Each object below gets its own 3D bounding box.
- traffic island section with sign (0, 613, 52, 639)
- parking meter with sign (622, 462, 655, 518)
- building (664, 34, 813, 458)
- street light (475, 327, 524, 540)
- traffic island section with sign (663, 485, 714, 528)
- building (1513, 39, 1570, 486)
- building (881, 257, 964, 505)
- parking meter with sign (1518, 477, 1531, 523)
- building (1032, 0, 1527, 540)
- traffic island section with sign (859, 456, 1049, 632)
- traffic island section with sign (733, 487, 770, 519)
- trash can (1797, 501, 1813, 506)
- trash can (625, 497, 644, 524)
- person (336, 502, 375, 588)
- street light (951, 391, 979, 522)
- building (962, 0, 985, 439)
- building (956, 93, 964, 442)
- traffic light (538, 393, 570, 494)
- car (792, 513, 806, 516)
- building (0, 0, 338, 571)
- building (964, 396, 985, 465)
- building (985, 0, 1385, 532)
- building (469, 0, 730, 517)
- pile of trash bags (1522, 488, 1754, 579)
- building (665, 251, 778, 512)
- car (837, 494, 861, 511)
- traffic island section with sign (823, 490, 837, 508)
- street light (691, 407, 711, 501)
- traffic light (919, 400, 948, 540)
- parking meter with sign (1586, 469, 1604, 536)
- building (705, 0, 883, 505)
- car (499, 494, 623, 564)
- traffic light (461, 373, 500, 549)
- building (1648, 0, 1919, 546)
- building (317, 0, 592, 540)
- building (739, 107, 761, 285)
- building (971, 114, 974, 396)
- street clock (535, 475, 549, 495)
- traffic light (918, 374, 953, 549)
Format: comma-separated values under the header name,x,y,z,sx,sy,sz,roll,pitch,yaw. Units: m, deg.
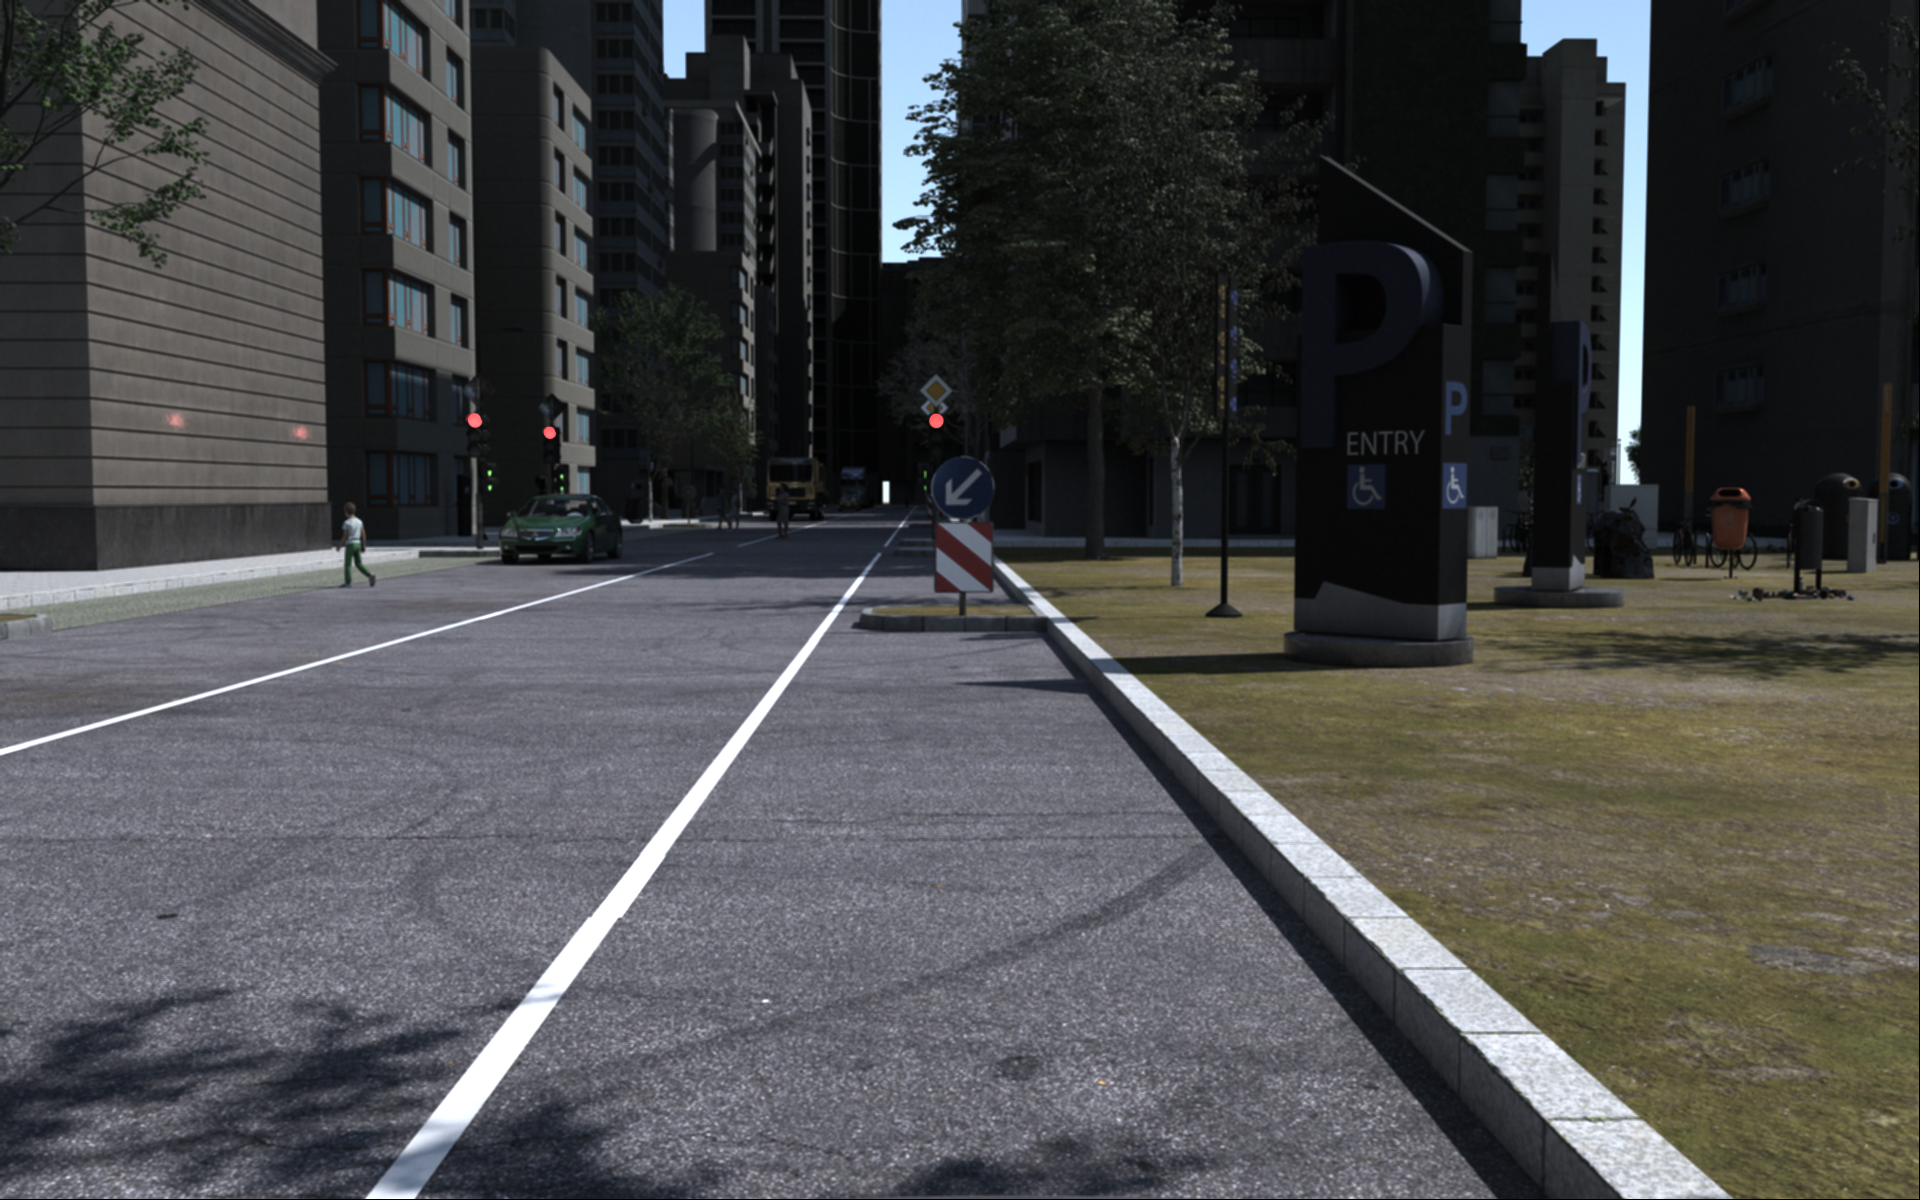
name,x,y,z,sx,sy,sz,roll,pitch,yaw
traffic island section with sign,-10.433,-0.543,17.503,1.989,1.847,2.006,0,4,-1
parking meter with sign,-17.161,-5.881,92.416,1.738,3.016,0.543,-2,4,-30
building,-27.228,-34.519,188.083,21.600,48.544,21.300,0,4,-1
street light,-12.795,-4.624,48.149,1.470,5.913,1.316,0,4,-1
traffic island section with sign,-11.577,-3.998,73.989,1.989,1.847,2.006,0,4,-1
building,60.282,-34.618,189.704,21.600,48.544,21.300,0,4,-1
building,-2.747,-27.057,214.077,14.107,30.474,14.160,0,4,-1
parking meter with sign,25.092,-4.978,77.646,0.543,3.016,1.738,0,4,-5
building,8.416,-17.256,53.833,14.107,30.474,14.160,0,4,-1
traffic island section with sign,-0.089,-0.629,18.907,1.989,1.847,2.006,0,4,-1
traffic island section with sign,-12.124,-5.646,100.939,1.989,1.847,2.006,0,4,-1
trash can,17.888,-1.500,36.183,0.748,1.137,0.748,0,3,0
trash can,-14.023,-3.865,74.848,0.748,1.137,0.748,0,3,0
person,-9.252,-0.842,26.507,0.590,1.304,0.306,1,4,11
street light,0.186,-6.478,78.456,1.470,5.913,1.316,0,4,-1
building,13.807,-34.599,154.935,28.713,52.752,27.495,0,4,-1
building,10.765,-34.532,184.210,23.786,49.044,30.456,0,4,-1
traffic light,-11.343,-3.631,48.287,0.839,4.253,0.868,0,4,-1
car,-10.130,-6.081,111.223,2.131,1.459,4.920,0,4,-1
building,-26.593,-14.451,33.541,25.104,27.353,12.463,0,4,-1
building,11.742,-48.554,106.533,22.319,86.520,31.000,0,4,-1
building,7.955,-18.201,69.292,14.160,30.474,14.107,0,4,-1
building,-30.867,-25.188,103.700,32.217,40.220,23.993,0,4,-1
pile of trash bags,10.421,-1.047,26.878,3.447,1.369,1.912,2,4,31
building,-29.595,-17.899,137.689,27.650,21.520,28.899,0,4,-1
car,-9.190,-8.176,143.896,2.015,1.641,3.980,0,4,-1
traffic island section with sign,-13.684,-10.358,177.986,1.989,1.847,2.006,0,4,-1
street light,-13.737,-7.321,92.240,1.470,5.913,1.316,0,4,-1
traffic light,-0.735,-3.645,48.517,0.839,4.253,0.868,0,4,-1
parking meter with sign,19.170,-3.471,53.012,1.738,3.016,0.543,0,4,3
building,-20.154,-47.510,215.032,20.611,71.187,20.563,0,4,-1
car,-8.496,-1.552,37.168,2.131,1.459,4.920,0,4,1
traffic light,-11.181,-3.143,40.304,0.839,4.253,0.868,0,4,-1
building,34.244,-26.367,54.803,21.600,48.544,21.300,0,4,-1
building,-29.676,-13.240,61.514,27.650,21.520,28.899,0,4,-1
building,-32.100,-28.843,163.470,32.217,40.220,23.993,0,4,-1
building,7.783,-22.203,134.727,14.160,30.474,14.107,0,4,-1
street clock,-15.566,-3.668,64.537,0.471,2.002,0.358,-2,4,-32
traffic light,-0.573,-3.157,40.534,0.839,4.253,0.868,0,4,-1
